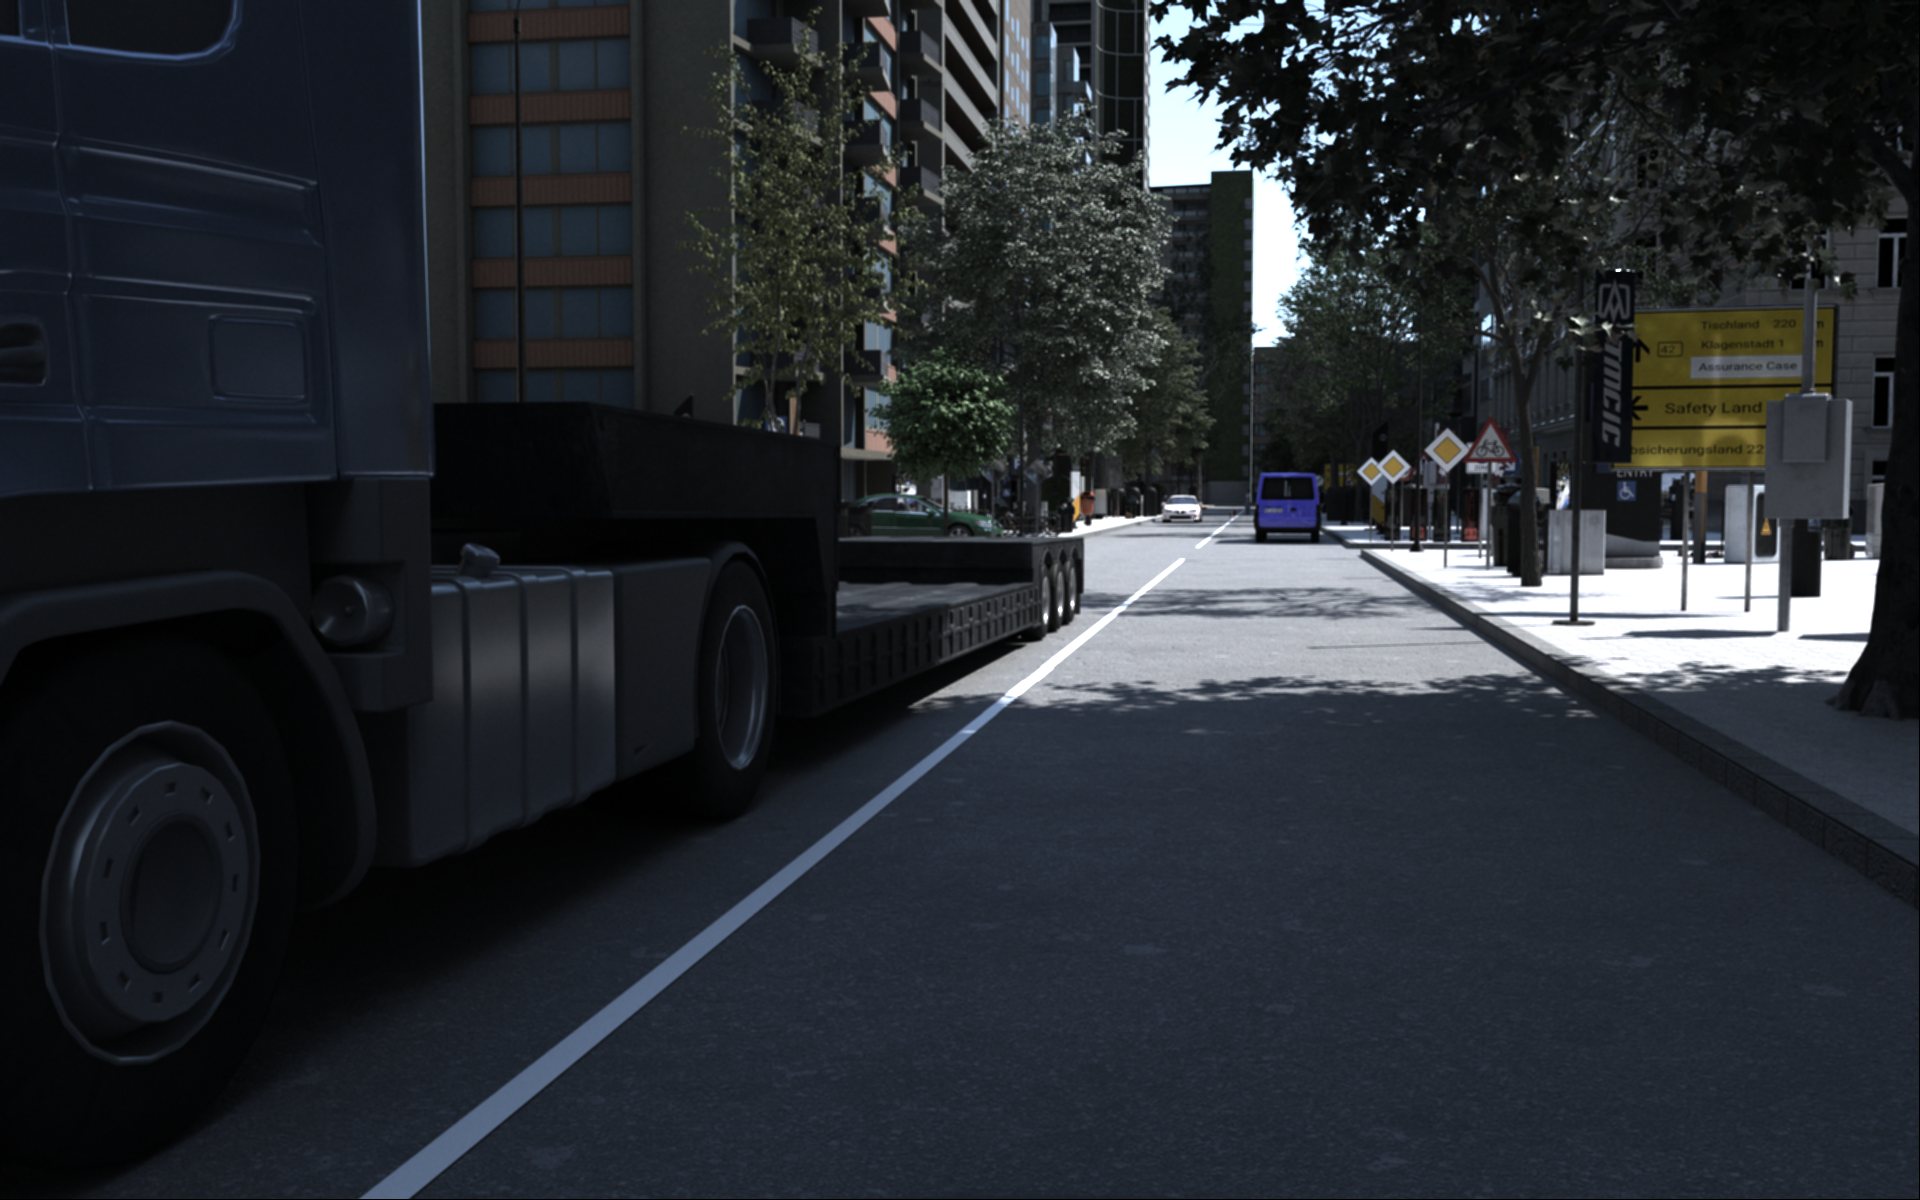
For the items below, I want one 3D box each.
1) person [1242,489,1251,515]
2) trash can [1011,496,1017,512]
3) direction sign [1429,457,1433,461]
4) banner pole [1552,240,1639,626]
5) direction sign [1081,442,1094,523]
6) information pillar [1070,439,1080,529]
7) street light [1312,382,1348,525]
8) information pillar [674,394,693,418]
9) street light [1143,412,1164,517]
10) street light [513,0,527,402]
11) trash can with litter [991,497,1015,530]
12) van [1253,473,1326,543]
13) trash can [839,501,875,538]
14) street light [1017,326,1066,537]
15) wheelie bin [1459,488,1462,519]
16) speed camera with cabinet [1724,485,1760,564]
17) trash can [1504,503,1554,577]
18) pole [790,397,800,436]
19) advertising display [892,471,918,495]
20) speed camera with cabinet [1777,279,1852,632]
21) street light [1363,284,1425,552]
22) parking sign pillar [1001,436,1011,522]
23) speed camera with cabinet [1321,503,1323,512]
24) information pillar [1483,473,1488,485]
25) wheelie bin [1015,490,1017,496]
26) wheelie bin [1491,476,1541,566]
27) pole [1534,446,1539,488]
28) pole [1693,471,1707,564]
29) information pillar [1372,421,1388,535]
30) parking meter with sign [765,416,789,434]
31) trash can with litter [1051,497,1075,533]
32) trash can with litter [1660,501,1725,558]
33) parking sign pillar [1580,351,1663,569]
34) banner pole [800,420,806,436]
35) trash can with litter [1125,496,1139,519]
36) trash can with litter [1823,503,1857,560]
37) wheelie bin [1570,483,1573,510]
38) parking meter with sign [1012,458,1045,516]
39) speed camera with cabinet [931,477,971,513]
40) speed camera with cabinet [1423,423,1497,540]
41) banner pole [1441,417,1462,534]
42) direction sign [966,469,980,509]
[{"bbox_3d":[19.446,-6.631,117.493,0.524,1.755,0.480,-2,4,-33],"label":"person"},{"bbox_3d":[3.568,-6.297,114.606,0.748,1.137,0.748,0,3,0],"label":"trash can"},{"bbox_3d":[25.815,-6.304,95.070,0.379,3.537,0.876,0,4,3],"label":"direction sign"},{"bbox_3d":[6.268,-1.651,17.015,0.863,3.779,0.401,-1,4,-17],"label":"banner pole"},{"bbox_3d":[5.560,-5.111,75.567,0.379,3.537,0.876,-2,4,-35],"label":"direction sign"},{"bbox_3d":[4.231,-4.426,63.726,0.183,3.616,0.504,3,5,44],"label":"information pillar"},{"bbox_3d":[15.315,-6.047,71.408,1.470,5.913,1.316,1,4,10],"label":"street light"},{"bbox_3d":[-6.502,-3.029,40.883,0.504,3.616,0.183,1,4,19],"label":"information pillar"},{"bbox_3d":[11.035,-7.636,97.390,1.470,5.913,1.316,1,4,10],"label":"street light"},{"bbox_3d":[-3.375,-2.616,15.319,1.470,5.913,1.316,1,4,10],"label":"street light"},{"bbox_3d":[1.597,-3.071,61.594,1.055,1.170,0.624,3,5,43],"label":"trash can with litter"},{"bbox_3d":[9.992,-2.954,52.681,2.240,2.365,5.245,1,4,11],"label":"van"},{"bbox_3d":[-2.020,-1.355,33.813,0.748,1.137,0.748,0,3,0],"label":"trash can"},{"bbox_3d":[2.239,-4.614,47.979,1.470,5.913,1.316,1,4,10],"label":"street light"},{"bbox_3d":[26.217,-4.998,89.629,0.980,1.594,0.693,3,5,41],"label":"wheelie bin"},{"bbox_3d":[15.119,-2.319,32.245,2.038,3.252,0.660,-2,4,-32],"label":"speed camera with cabinet"},{"bbox_3d":[8.822,-0.932,26.898,0.748,1.137,0.748,0,3,0],"label":"trash can"},{"bbox_3d":[-3.489,-2.616,36.617,0.158,3.312,0.155,0,3,0],"label":"pole"},{"bbox_3d":[-1.535,-2.635,48.290,0.123,1.923,0.974,3,4,38],"label":"advertising display"},{"bbox_3d":[8.503,-1.313,15.809,2.038,3.252,0.660,2,4,32],"label":"speed camera with cabinet"},{"bbox_3d":[9.606,-4.026,38.361,1.470,5.913,1.316,1,4,10],"label":"street light"},{"bbox_3d":[2.136,-5.597,79.977,1.447,3.967,1.447,0,4,0],"label":"parking sign pillar"},{"bbox_3d":[26.177,-7.701,120.249,2.038,3.252,0.660,1,4,21],"label":"speed camera with cabinet"},{"bbox_3d":[30.918,-6.754,101.788,0.183,3.616,0.504,-3,4,-39],"label":"information pillar"},{"bbox_3d":[4.189,-6.860,120.072,0.980,1.594,0.693,2,4,27],"label":"wheelie bin"},{"bbox_3d":[9.832,-1.393,30.684,0.693,1.594,0.980,-2,4,-34],"label":"wheelie bin"},{"bbox_3d":[24.392,-4.862,73.336,0.158,3.312,0.155,0,3,0],"label":"pole"},{"bbox_3d":[13.673,-2.330,31.946,0.158,3.312,0.155,0,3,0],"label":"pole"},{"bbox_3d":[13.325,-3.889,54.941,0.504,3.616,0.183,1,4,11],"label":"information pillar"},{"bbox_3d":[-4.423,-2.561,38.132,0.543,3.016,1.738,1,4,23],"label":"parking meter with sign"},{"bbox_3d":[3.341,-2.820,57.491,0.624,1.170,1.055,-2,4,-33],"label":"trash can with litter"},{"bbox_3d":[15.375,-1.477,35.204,2.233,1.210,1.678,3,4,37],"label":"trash can with litter"},{"bbox_3d":[11.532,-2.552,30.205,1.447,3.967,1.447,0,4,-7],"label":"parking sign pillar"},{"bbox_3d":[-5.305,-4.181,58.383,0.401,3.779,0.863,0,4,8],"label":"banner pole"},{"bbox_3d":[8.964,-4.842,90.546,0.624,1.170,1.055,1,4,16],"label":"trash can with litter"},{"bbox_3d":[17.152,-1.375,33.869,0.624,1.170,1.055,3,4,37],"label":"trash can with litter"},{"bbox_3d":[17.406,-2.487,48.572,0.980,1.594,0.693,1,4,14],"label":"wheelie bin"},{"bbox_3d":[3.513,-5.653,88.693,1.738,3.016,0.543,-3,4,-37],"label":"parking meter with sign"},{"bbox_3d":[-0.483,-5.937,91.404,2.038,3.252,0.660,1,4,18],"label":"speed camera with cabinet"},{"bbox_3d":[13.986,-3.298,48.255,2.038,3.252,0.660,1,4,19],"label":"speed camera with cabinet"},{"bbox_3d":[15.954,-4.047,56.185,0.863,3.779,0.401,3,5,40],"label":"banner pole"},{"bbox_3d":[0.629,-5.699,85.177,0.876,3.537,0.379,-3,4,-39],"label":"direction sign"}]
